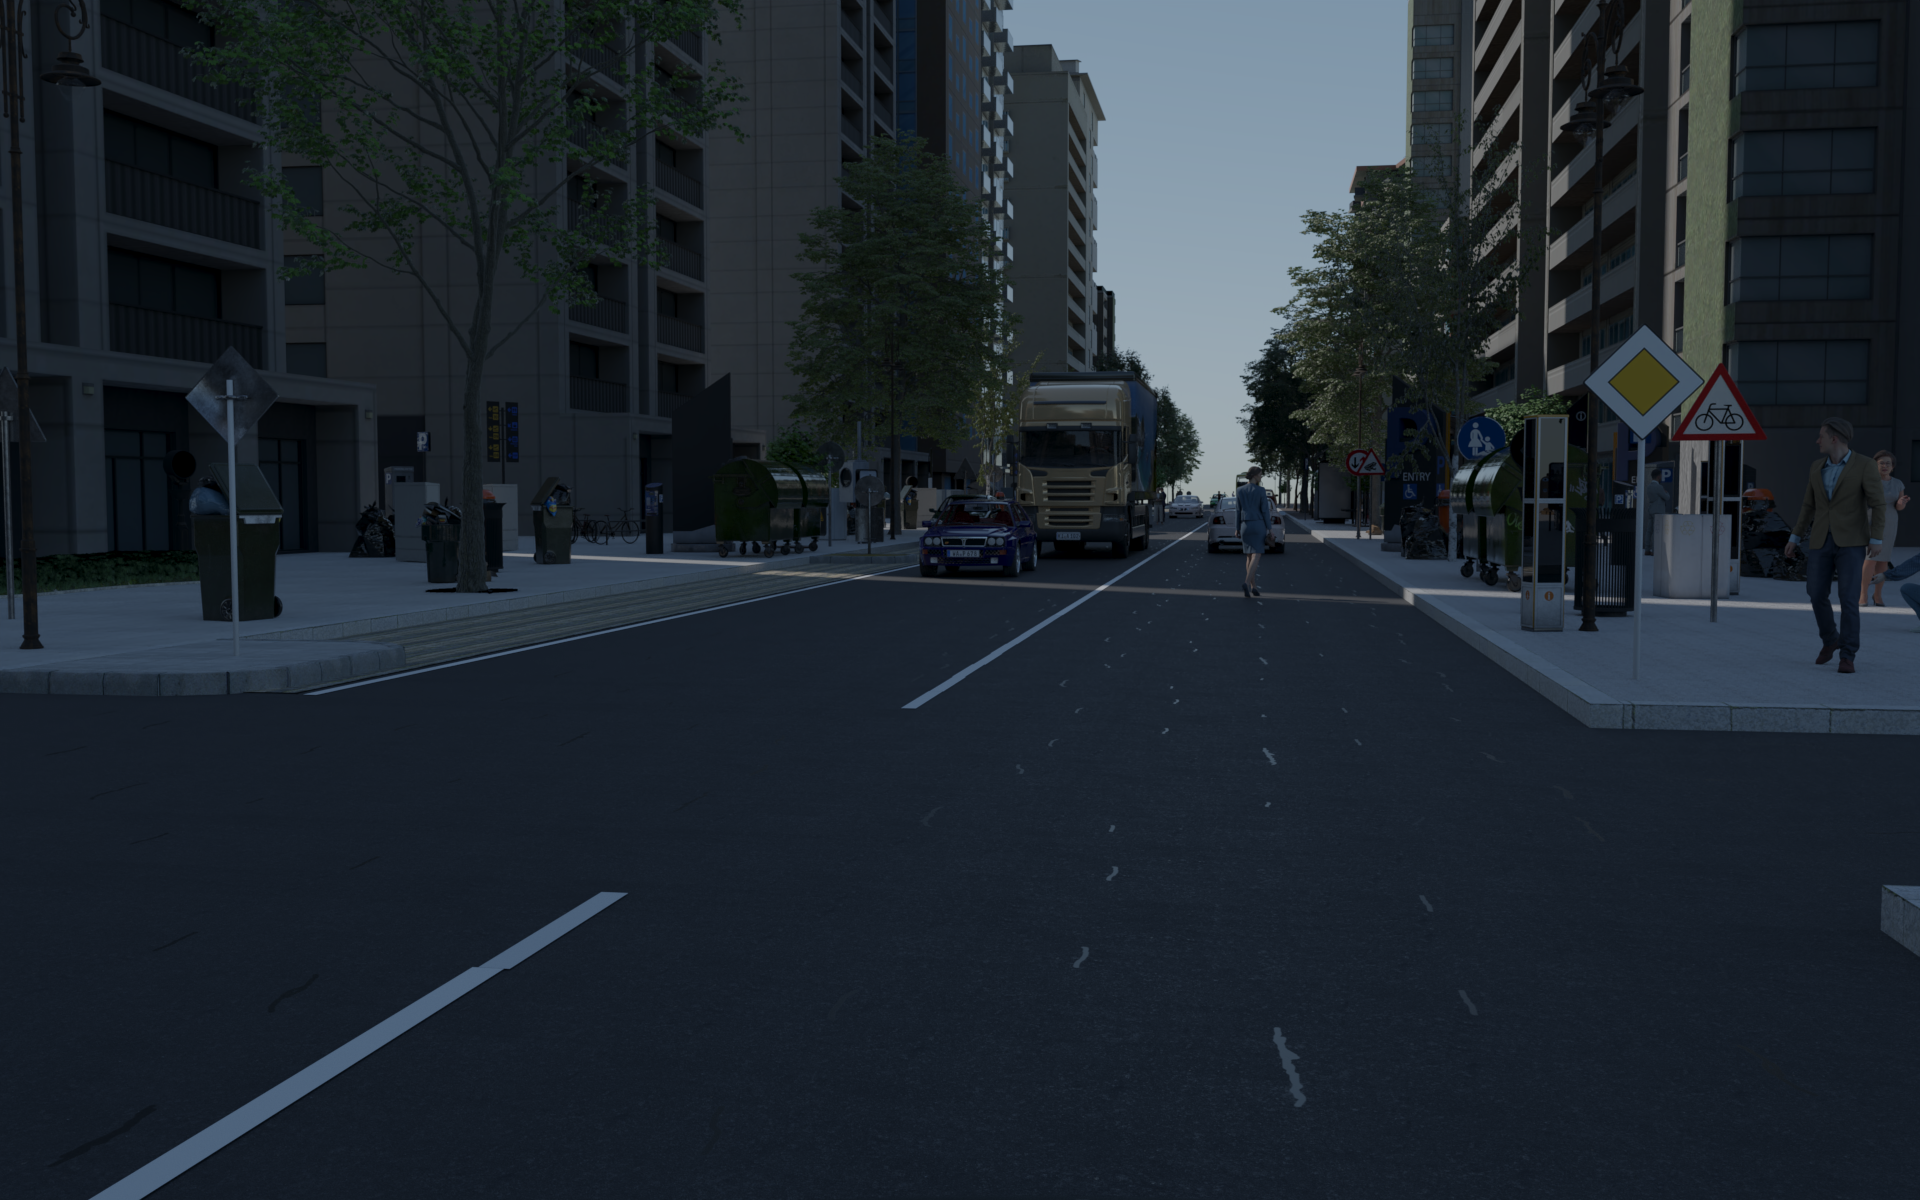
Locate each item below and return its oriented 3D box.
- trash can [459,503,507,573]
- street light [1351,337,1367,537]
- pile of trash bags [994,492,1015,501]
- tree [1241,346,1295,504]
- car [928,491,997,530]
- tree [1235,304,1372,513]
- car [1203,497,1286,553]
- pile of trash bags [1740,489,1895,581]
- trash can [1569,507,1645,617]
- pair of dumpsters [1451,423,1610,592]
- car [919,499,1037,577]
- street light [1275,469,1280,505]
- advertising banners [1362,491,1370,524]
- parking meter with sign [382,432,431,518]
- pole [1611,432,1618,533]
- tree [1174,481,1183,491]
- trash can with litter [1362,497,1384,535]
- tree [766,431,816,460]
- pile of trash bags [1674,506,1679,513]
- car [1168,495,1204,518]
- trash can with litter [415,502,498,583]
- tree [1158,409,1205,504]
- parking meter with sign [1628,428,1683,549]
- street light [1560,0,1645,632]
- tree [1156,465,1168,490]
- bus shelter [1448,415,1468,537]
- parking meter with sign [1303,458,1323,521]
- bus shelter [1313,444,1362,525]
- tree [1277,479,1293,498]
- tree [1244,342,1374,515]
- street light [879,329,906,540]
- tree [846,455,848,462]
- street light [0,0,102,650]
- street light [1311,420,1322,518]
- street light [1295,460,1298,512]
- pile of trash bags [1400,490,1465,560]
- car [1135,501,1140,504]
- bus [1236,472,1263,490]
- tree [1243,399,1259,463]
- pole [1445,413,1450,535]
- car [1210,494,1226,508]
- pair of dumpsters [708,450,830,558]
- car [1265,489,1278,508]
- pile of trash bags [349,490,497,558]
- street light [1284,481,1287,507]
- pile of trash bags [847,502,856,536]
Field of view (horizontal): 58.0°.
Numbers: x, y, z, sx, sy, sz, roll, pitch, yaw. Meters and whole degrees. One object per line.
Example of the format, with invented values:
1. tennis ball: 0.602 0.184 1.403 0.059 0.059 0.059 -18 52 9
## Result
1. trash can: -7.782 -1.018 28.296 0.748 1.137 0.748 0 3 0
2. street light: 11.806 -4.792 51.136 0.468 5.910 1.993 1 4 10
3. pile of trash bags: 1.637 -3.872 73.051 1.912 1.369 3.447 0 4 2
4. tree: 41.600 -22.236 219.442 12.611 20.169 13.585 0 3 0
5. car: 0.229 -2.324 47.778 2.009 1.686 4.222 1 4 9
6. tree: 23.501 -12.882 117.271 9.857 13.997 8.962 0 3 0
7. car: 7.138 -1.897 43.381 2.083 1.381 4.827 0 4 8
8. pile of trash bags: 13.023 -1.054 26.983 1.912 1.369 3.447 0 3 0
9. trash can: 6.796 -0.403 18.246 0.748 1.137 0.748 0 3 0
10. pair of dumpsters: 7.982 -1.344 24.463 1.574 2.255 4.437 1 4 10
11. car: 0.365 -1.138 31.182 1.945 1.354 3.894 1 4 9
12. street light: 38.465 -14.410 208.397 0.468 5.910 1.993 1 4 10
13. advertising banners: 17.530 -4.788 74.468 0.090 3.025 2.074 2 4 24
14. parking meter with sign: -15.597 -3.172 48.117 0.543 3.016 1.738 3 5 40
15. pole: 21.587 -3.863 57.002 0.158 3.312 0.155 0 3 0
16. tree: 29.040 -17.508 236.622 4.737 8.622 4.395 0 3 0
17. trash can with litter: 13.258 -2.615 54.150 1.055 1.170 0.624 -2 4 -25
18. tree: -8.725 -6.406 88.450 4.285 4.588 4.351 0 3 0
19. pile of trash bags: 23.706 -2.964 58.215 1.912 1.369 3.447 0 4 8
20. car: 13.590 -5.598 103.888 2.083 1.381 4.827 1 4 11
21. trash can with litter: -7.329 -0.846 25.216 1.055 1.170 0.624 -3 5 -44
22. tree: 28.351 -18.882 226.850 7.486 12.596 7.792 0 3 0
23. parking meter with sign: 16.165 -2.684 40.146 0.543 3.016 1.738 0 4 -8
24. street light: 5.894 -2.647 16.061 0.468 5.910 1.993 1 4 10
25. tree: 19.582 -11.783 176.364 4.285 4.588 4.351 0 3 0
26. bus shelter: 12.712 -3.227 46.680 2.014 3.302 5.546 1 4 9
27. parking meter with sign: 17.534 -5.355 83.819 1.738 3.016 0.543 2 4 26
28. bus shelter: 15.775 -4.776 72.016 2.014 3.302 5.546 1 4 9
29. tree: 36.992 -12.394 197.241 1.663 3.219 1.824 0 3 0
30. tree: 21.332 -10.446 105.206 8.767 10.594 7.601 1 4 18
31. street light: -1.895 -4.637 48.609 0.468 5.910 1.993 1 4 10
32. tree: -5.123 -4.842 73.772 1.663 3.219 1.824 0 3 0
33. street light: -7.705 -2.533 14.195 0.468 5.910 1.993 1 4 10
34. street light: 18.705 -7.274 91.719 0.468 5.910 1.993 1 4 10
35. street light: 24.643 -9.408 126.613 0.468 5.910 1.993 1 4 10
36. pile of trash bags: 9.943 -1.562 35.298 1.912 1.369 3.447 1 4 14
37. car: 5.713 -3.089 62.875 2.083 1.381 4.827 1 4 10
38. bus: 31.655 -12.129 189.853 2.896 3.916 12.252 1 4 10
39. tree: 29.169 -14.465 154.623 7.486 12.596 7.792 0 3 0
40. pole: 12.243 -3.049 43.700 0.158 3.312 0.155 0 3 0
41. car: 27.129 -10.551 181.303 1.959 1.807 4.718 1 4 11
42. pair of dumpsters: -4.021 -2.093 36.710 1.574 2.255 4.437 1 4 10
43. car: 22.331 -7.283 127.743 2.281 1.827 5.304 1 4 9
44. pile of trash bags: -10.694 -1.545 35.015 3.447 1.369 1.912 2 4 29
45. street light: 32.513 -12.264 173.309 0.468 5.910 1.993 1 4 10
46. pile of trash bags: -3.841 -2.760 54.886 1.912 1.369 3.447 1 4 21
